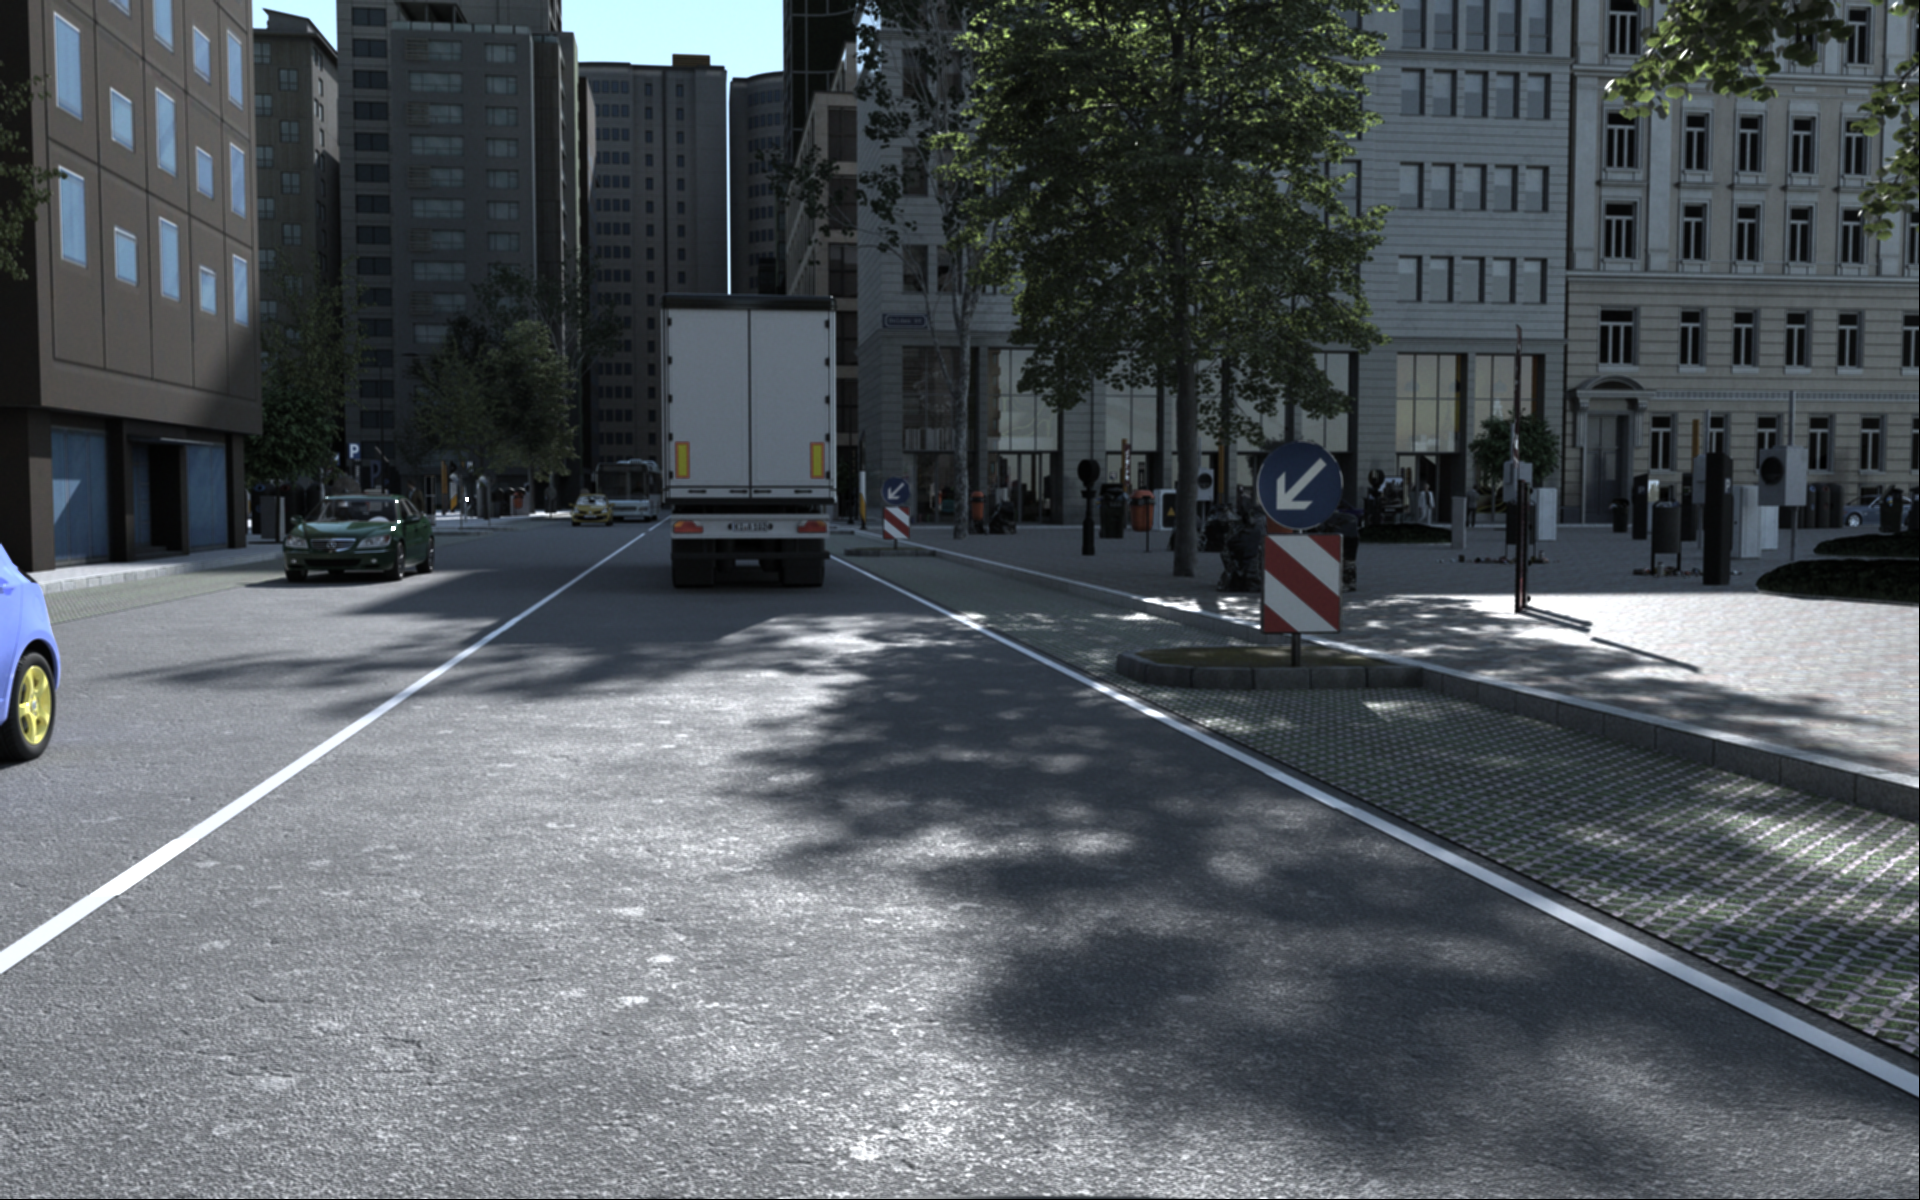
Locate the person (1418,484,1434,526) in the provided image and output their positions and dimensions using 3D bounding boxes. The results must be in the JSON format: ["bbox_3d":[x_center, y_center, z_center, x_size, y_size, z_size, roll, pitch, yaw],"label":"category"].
[{"bbox_3d":[18.398,-3.677,68.499,0.514,1.842,0.818,-2,4,-26],"label":"person"}]

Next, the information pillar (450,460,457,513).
[{"bbox_3d":[-34.627,-7.769,118.369,0.183,3.616,0.504,3,5,39],"label":"information pillar"}]

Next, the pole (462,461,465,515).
[{"bbox_3d":[-30.833,-6.953,107.530,0.158,3.312,0.155,0,3,0],"label":"pole"}]

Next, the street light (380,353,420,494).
[{"bbox_3d":[-18.424,-5.160,56.912,1.470,5.913,1.316,-1,4,-8],"label":"street light"}]

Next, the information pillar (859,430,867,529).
[{"bbox_3d":[-3.541,-4.380,62.961,0.183,3.616,0.504,1,4,13],"label":"information pillar"}]

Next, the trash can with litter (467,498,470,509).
[{"bbox_3d":[-31.809,-6.168,112.227,1.055,1.170,0.624,1,4,9],"label":"trash can with litter"}]

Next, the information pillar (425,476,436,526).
[{"bbox_3d":[-21.230,-3.972,69.434,0.304,2.012,0.304,0,4,5],"label":"information pillar"}]

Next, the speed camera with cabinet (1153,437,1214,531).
[{"bbox_3d":[7.737,-4.014,59.966,2.038,3.252,0.660,-1,4,-16],"label":"speed camera with cabinet"}]

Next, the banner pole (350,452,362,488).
[{"bbox_3d":[-31.381,-6.105,89.839,0.863,3.779,0.401,1,4,12],"label":"banner pole"}]

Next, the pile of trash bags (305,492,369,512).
[{"bbox_3d":[-27.631,-4.066,76.239,3.447,1.369,1.912,0,4,0],"label":"pile of trash bags"}]

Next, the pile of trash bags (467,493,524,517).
[{"bbox_3d":[-26.529,-5.489,99.489,1.912,1.369,3.447,3,4,37],"label":"pile of trash bags"}]

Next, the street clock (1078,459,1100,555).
[{"bbox_3d":[2.695,-1.941,36.306,0.358,2.002,0.471,-2,4,-35],"label":"street clock"}]

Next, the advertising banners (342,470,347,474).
[{"bbox_3d":[-44.874,-7.889,125.178,0.090,3.025,2.074,0,4,-3],"label":"advertising banners"}]

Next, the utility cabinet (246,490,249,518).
[{"bbox_3d":[-38.596,-5.142,92.744,1.173,1.500,0.318,2,4,30],"label":"utility cabinet"}]

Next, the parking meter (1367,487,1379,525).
[{"bbox_3d":[14.361,-3.170,60.245,0.372,1.533,0.369,0,3,0],"label":"parking meter"}]

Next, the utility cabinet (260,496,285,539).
[{"bbox_3d":[-19.780,-2.367,49.863,1.020,1.237,0.306,3,5,45],"label":"utility cabinet"}]

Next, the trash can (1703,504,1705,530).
[{"bbox_3d":[25.747,-2.916,59.334,0.748,1.137,0.748,0,3,0],"label":"trash can"}]

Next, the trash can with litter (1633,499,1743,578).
[{"bbox_3d":[11.601,-1.003,27.464,2.233,1.210,1.678,-1,4,-18],"label":"trash can with litter"}]

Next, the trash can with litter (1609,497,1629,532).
[{"bbox_3d":[22.159,-2.863,58.193,0.624,1.170,1.055,2,4,25],"label":"trash can with litter"}]

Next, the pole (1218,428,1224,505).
[{"bbox_3d":[8.032,-3.637,53.301,0.158,3.312,0.155,0,3,0],"label":"pole"}]

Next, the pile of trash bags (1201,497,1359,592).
[{"bbox_3d":[4.291,-0.800,22.833,1.912,1.369,3.447,1,4,12],"label":"pile of trash bags"}]

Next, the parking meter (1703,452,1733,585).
[{"bbox_3d":[10.739,-1.151,24.534,0.399,1.863,0.255,-3,5,-45],"label":"parking meter"}]

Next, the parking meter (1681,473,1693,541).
[{"bbox_3d":[19.805,-2.538,47.202,0.255,1.863,0.399,1,4,22],"label":"parking meter"}]

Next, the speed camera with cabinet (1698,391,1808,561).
[{"bbox_3d":[15.515,-2.415,33.817,0.660,3.252,2.038,-1,4,-20],"label":"speed camera with cabinet"}]

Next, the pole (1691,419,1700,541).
[{"bbox_3d":[20.110,-3.276,47.407,0.158,3.312,0.155,0,3,0],"label":"pole"}]

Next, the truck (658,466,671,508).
[{"bbox_3d":[-30.150,-11.571,178.103,2.839,4.237,11.283,-1,4,-9],"label":"truck"}]

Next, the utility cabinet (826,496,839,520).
[{"bbox_3d":[-6.469,-4.684,87.739,0.306,1.237,1.020,-2,4,-27],"label":"utility cabinet"}]

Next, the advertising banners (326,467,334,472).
[{"bbox_3d":[-41.381,-7.071,111.795,2.074,3.025,0.090,0,4,6],"label":"advertising banners"}]

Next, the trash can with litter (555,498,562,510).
[{"bbox_3d":[-32.064,-7.688,137.090,1.055,1.170,0.624,-3,5,-45],"label":"trash can with litter"}]

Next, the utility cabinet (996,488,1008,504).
[{"bbox_3d":[1.444,-3.173,60.558,0.318,1.500,1.173,0,4,7],"label":"utility cabinet"}]

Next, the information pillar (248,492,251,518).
[{"bbox_3d":[-39.071,-6.321,94.705,0.504,3.616,0.183,-1,4,-16],"label":"information pillar"}]

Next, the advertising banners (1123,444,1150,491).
[{"bbox_3d":[6.244,-3.972,61.122,0.090,3.025,2.074,2,4,34],"label":"advertising banners"}]

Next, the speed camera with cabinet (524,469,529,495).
[{"bbox_3d":[-35.306,-8.849,139.021,2.038,3.252,0.660,0,4,-6],"label":"speed camera with cabinet"}]

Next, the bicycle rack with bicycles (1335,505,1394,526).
[{"bbox_3d":[12.835,-2.666,56.978,2.852,0.926,2.925,3,5,41],"label":"bicycle rack with bicycles"}]

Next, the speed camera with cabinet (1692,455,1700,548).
[{"bbox_3d":[17.922,-2.794,40.018,0.660,3.252,2.038,-1,4,-23],"label":"speed camera with cabinet"}]

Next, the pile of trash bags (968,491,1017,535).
[{"bbox_3d":[0.804,-2.801,55.545,1.912,1.369,3.447,1,4,9],"label":"pile of trash bags"}]

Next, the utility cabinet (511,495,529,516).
[{"bbox_3d":[-25.837,-5.536,101.672,1.020,1.237,0.306,-2,4,-28],"label":"utility cabinet"}]

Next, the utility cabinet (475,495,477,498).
[{"bbox_3d":[-35.599,-7.208,129.019,1.020,1.237,0.306,-2,4,-33],"label":"utility cabinet"}]

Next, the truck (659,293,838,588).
[{"bbox_3d":[-3.726,-2.508,29.920,2.839,4.237,11.283,0,4,-8],"label":"truck"}]

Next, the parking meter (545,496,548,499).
[{"bbox_3d":[-29.869,-7.157,125.426,0.372,1.533,0.369,0,3,0],"label":"parking meter"}]

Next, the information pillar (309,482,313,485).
[{"bbox_3d":[-38.449,-6.018,102.894,0.304,2.012,0.304,0,4,-5],"label":"information pillar"}]

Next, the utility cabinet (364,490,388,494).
[{"bbox_3d":[-29.722,-4.859,88.129,1.173,1.500,0.318,1,4,13],"label":"utility cabinet"}]

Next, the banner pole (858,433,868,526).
[{"bbox_3d":[-3.913,-4.926,70.555,0.401,3.779,0.863,0,4,7],"label":"banner pole"}]

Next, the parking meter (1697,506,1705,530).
[{"bbox_3d":[26.501,-3.264,61.773,0.372,1.533,0.369,0,3,0],"label":"parking meter"}]

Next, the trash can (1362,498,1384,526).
[{"bbox_3d":[14.626,-3.041,61.376,0.748,1.137,0.748,0,3,0],"label":"trash can"}]

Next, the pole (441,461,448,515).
[{"bbox_3d":[-31.682,-6.872,106.207,0.158,3.312,0.155,0,3,0],"label":"pole"}]

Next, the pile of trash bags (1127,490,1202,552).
[{"bbox_3d":[5.330,-1.785,38.943,3.447,1.369,1.912,-2,4,-24],"label":"pile of trash bags"}]

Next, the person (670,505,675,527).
[{"bbox_3d":[-12.392,-4.108,75.894,0.641,1.798,0.478,-1,4,-14],"label":"person"}]

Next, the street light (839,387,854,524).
[{"bbox_3d":[-5.203,-6.187,73.694,1.470,5.913,1.316,-1,4,-8],"label":"street light"}]

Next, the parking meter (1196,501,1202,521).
[{"bbox_3d":[8.829,-3.562,63.951,0.255,1.863,0.399,0,4,-7],"label":"parking meter"}]

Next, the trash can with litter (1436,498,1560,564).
[{"bbox_3d":[10.107,-1.311,32.491,2.233,1.210,1.678,1,4,17],"label":"trash can with litter"}]

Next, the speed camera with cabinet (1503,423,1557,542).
[{"bbox_3d":[15.703,-3.265,47.726,0.660,3.252,2.038,-1,4,-10],"label":"speed camera with cabinet"}]

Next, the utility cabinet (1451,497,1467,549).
[{"bbox_3d":[11.742,-1.809,40.736,0.306,1.237,1.020,1,4,19],"label":"utility cabinet"}]

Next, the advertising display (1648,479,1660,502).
[{"bbox_3d":[29.926,-4.264,74.928,0.974,1.923,0.123,-2,4,-35],"label":"advertising display"}]

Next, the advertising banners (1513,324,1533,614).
[{"bbox_3d":[6.121,-1.387,18.866,0.090,3.025,2.074,1,4,23],"label":"advertising banners"}]

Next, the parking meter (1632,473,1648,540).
[{"bbox_3d":[19.186,-2.641,48.897,0.399,1.863,0.255,1,4,10],"label":"parking meter"}]

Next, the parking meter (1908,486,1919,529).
[{"bbox_3d":[27.083,-2.487,49.069,0.372,1.533,0.369,0,3,0],"label":"parking meter"}]

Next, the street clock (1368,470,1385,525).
[{"bbox_3d":[12.323,-2.857,51.284,0.358,2.002,0.471,-2,4,-26],"label":"street clock"}]

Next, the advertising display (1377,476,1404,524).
[{"bbox_3d":[15.447,-3.489,62.257,0.974,1.923,0.123,1,4,9],"label":"advertising display"}]

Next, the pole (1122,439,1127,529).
[{"bbox_3d":[6.092,-4.305,64.224,0.158,3.312,0.155,0,3,0],"label":"pole"}]
